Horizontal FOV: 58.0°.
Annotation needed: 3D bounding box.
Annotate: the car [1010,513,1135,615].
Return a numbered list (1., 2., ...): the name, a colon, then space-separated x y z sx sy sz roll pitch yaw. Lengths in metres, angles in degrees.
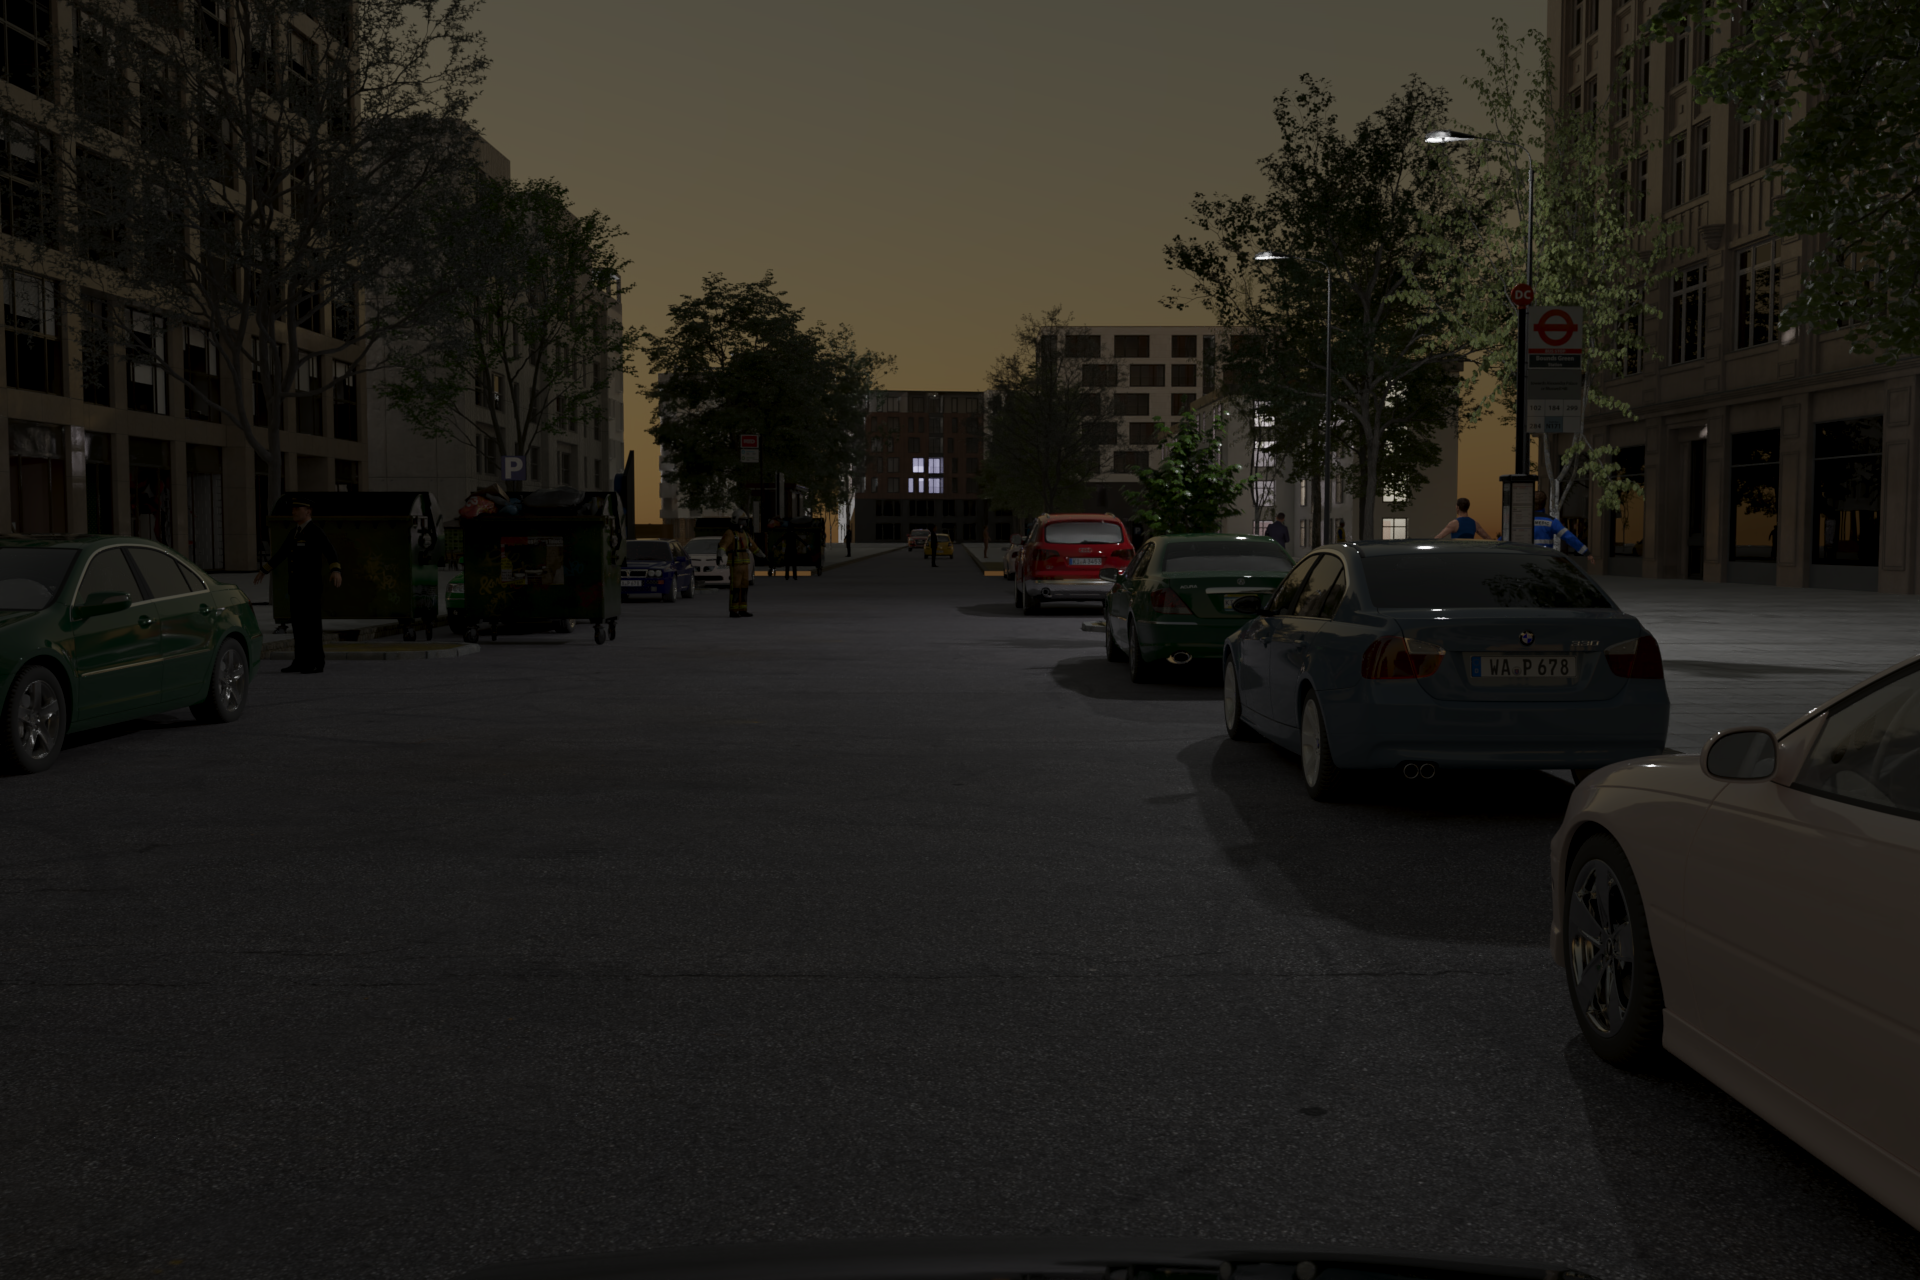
1. car: 2.100 -1.430 32.060 2.281 1.827 5.304 0 4 -1

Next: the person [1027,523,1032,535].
1. person: 3.470 -4.827 85.041 0.704 1.817 1.347 0 4 7

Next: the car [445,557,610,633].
1. car: -6.479 -1.077 26.413 1.959 1.807 4.718 0 4 0

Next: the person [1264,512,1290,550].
1. person: 7.132 -1.998 39.152 0.683 1.767 0.568 1 4 22

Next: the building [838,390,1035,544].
1. building: -0.582 -25.076 256.419 32.646 21.610 27.936 -1 4 -10

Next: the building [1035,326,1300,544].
1. building: 21.928 -20.951 186.525 27.936 21.610 32.646 0 4 0

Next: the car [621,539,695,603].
1. car: -6.799 -1.513 37.325 1.945 1.354 3.894 0 4 0

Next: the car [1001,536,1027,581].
1. car: 2.354 -2.589 54.697 2.083 1.381 4.827 0 4 -1

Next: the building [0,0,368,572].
1. building: -32.681 -15.106 50.189 19.350 26.588 34.151 0 4 0

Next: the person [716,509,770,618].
1. person: -3.783 -1.318 29.777 0.705 1.858 1.354 2 4 33

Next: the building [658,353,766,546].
1. building: -25.436 -19.885 181.544 16.016 20.090 11.380 0 4 0

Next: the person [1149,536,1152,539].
1. person: 4.491 -1.934 38.400 0.721 1.737 1.214 2 4 30

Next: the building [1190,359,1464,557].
1. building: 19.412 -9.476 97.079 9.099 9.664 28.070 0 4 -1

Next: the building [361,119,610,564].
1. building: -29.673 -13.654 89.697 16.747 18.905 31.486 0 4 0

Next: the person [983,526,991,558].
1. person: 1.452 -5.218 92.116 0.721 1.733 1.217 -1 4 -13

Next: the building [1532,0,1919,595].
1. building: 24.445 -14.396 47.395 10.469 25.551 25.511 0 4 0

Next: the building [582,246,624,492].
1. building: -29.289 -15.693 113.005 16.016 20.090 11.380 0 4 -1

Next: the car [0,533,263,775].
1. car: -6.432 -0.001 11.820 2.131 1.459 4.920 0 4 0

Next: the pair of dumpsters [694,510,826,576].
1. pair of dumpsters: -6.815 -3.307 59.018 4.436 2.255 1.574 0 3 0

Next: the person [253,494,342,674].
1. person: -6.789 -0.581 17.887 1.347 1.837 0.705 2 4 33

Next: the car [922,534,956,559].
1. car: -1.231 -5.532 100.666 2.015 1.641 3.980 0 4 0

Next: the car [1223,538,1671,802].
1. car: 2.740 0.088 10.564 2.014 1.417 4.499 0 4 0

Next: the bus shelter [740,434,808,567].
1. bus shelter: -7.763 -5.794 72.363 2.179 5.291 8.768 0 4 -1

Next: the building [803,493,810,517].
1. building: -24.012 -17.372 226.176 9.099 9.664 28.070 0 4 -1

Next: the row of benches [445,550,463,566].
1. row of benches: -19.539 -3.334 69.978 1.422 0.672 4.104 3 4 38

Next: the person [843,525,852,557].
1. person: -6.243 -5.532 96.675 0.704 1.802 1.346 1 4 11

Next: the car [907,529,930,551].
1. car: -3.287 -8.286 144.151 2.281 1.827 5.304 0 4 -1

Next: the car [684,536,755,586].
1. car: -6.657 -2.114 46.921 2.083 1.381 4.827 0 4 0

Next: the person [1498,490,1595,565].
1. person: 7.285 -0.970 21.828 1.345 1.831 0.704 2 4 31

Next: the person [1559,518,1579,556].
1. person: 16.818 -2.518 48.015 0.742 1.727 0.445 3 5 41

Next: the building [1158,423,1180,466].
1. building: 21.028 -11.493 130.057 9.099 9.664 28.070 0 4 0

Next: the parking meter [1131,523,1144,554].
1. parking meter: 5.997 -3.227 58.477 0.399 1.863 0.255 0 4 0

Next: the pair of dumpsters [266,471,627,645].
1. pair of dumpsters: -6.692 -1.087 22.730 4.436 2.255 1.574 0 3 0

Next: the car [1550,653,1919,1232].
1. car: 2.650 0.559 3.230 2.083 1.381 4.827 0 3 0

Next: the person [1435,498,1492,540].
1. person: 7.288 -1.164 25.206 1.345 1.807 0.704 -1 4 -17

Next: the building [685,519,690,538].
1. building: -27.252 -20.896 198.072 16.016 20.090 11.380 0 4 1

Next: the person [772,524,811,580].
1. person: -5.245 -2.735 53.894 1.216 1.740 0.721 0 4 6

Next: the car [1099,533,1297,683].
1. car: 2.559 -0.382 18.049 2.131 1.459 4.920 0 4 0
